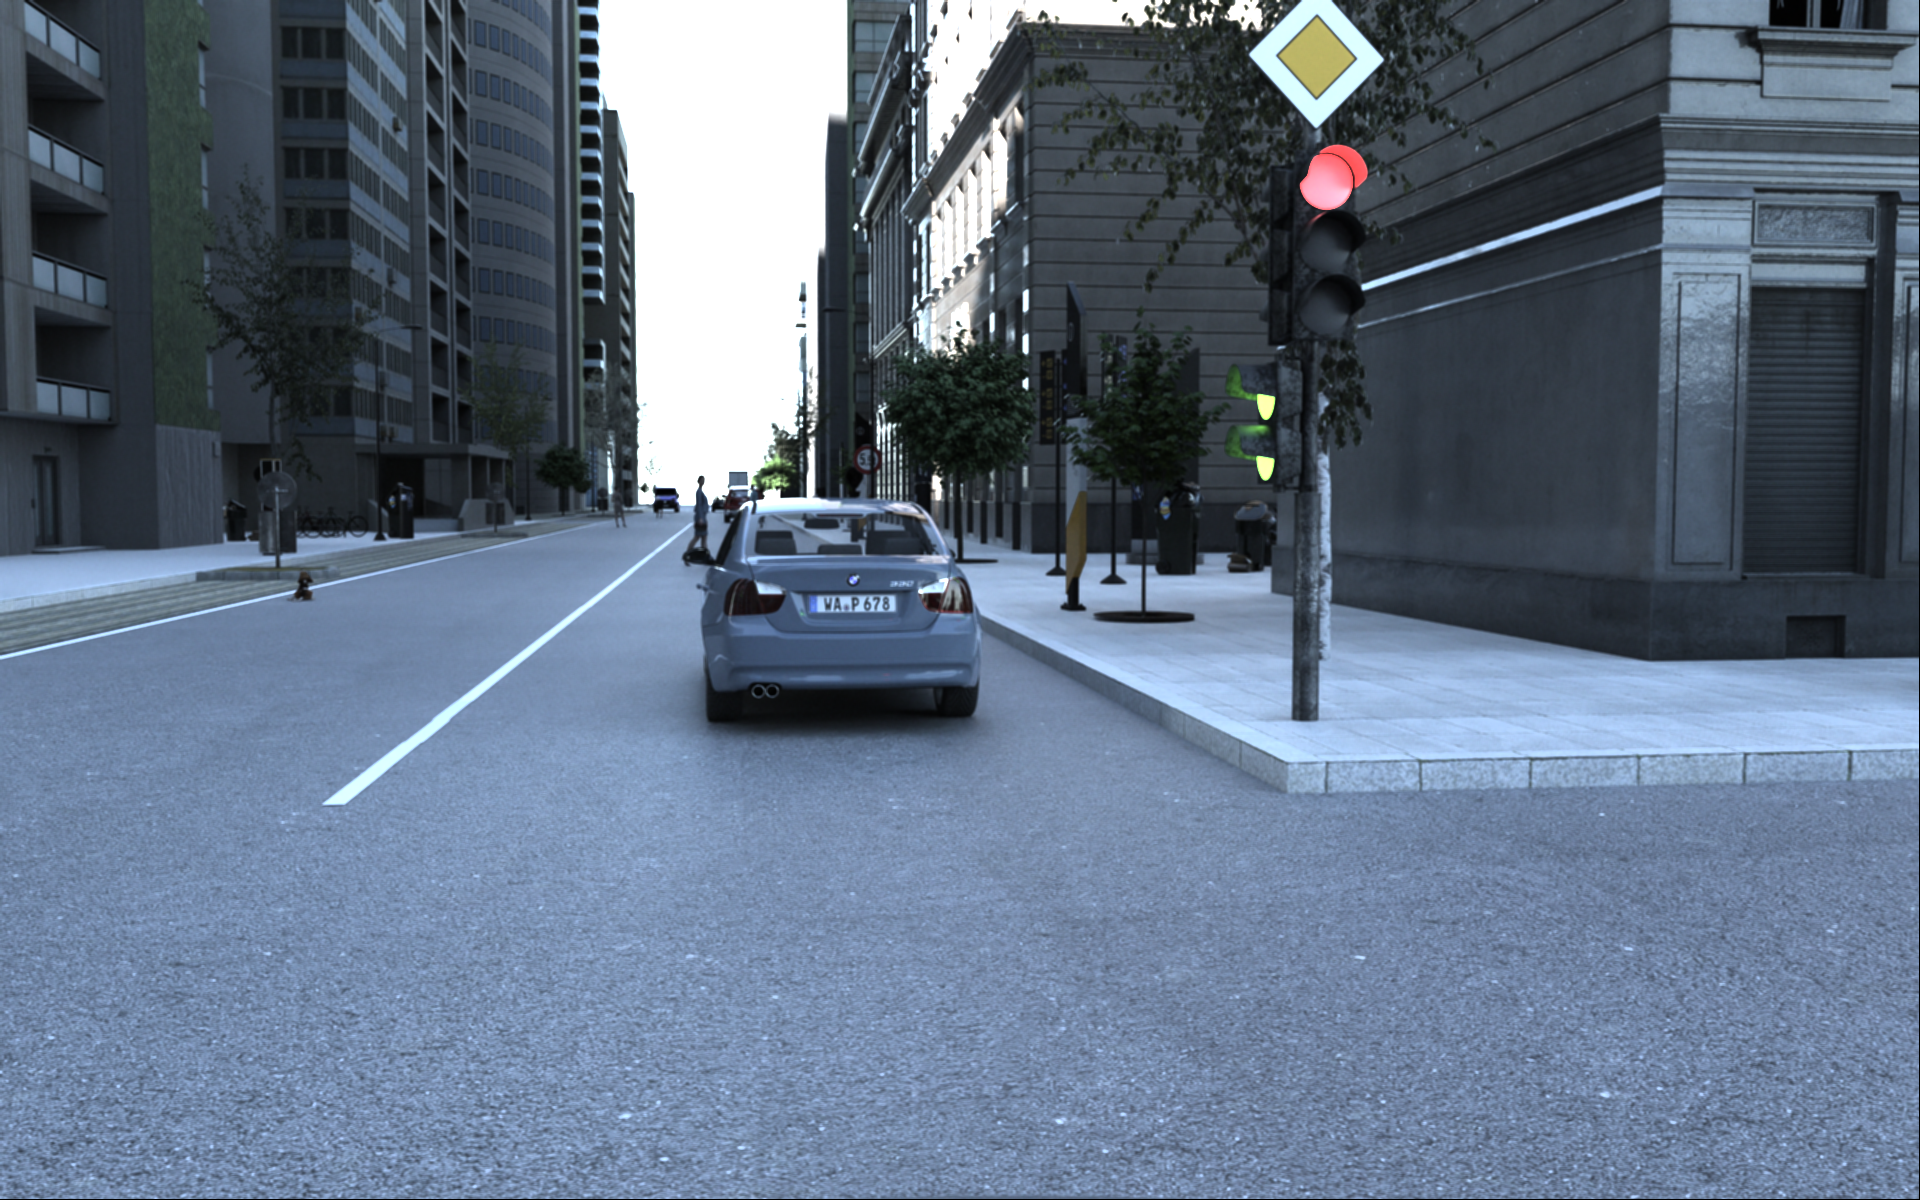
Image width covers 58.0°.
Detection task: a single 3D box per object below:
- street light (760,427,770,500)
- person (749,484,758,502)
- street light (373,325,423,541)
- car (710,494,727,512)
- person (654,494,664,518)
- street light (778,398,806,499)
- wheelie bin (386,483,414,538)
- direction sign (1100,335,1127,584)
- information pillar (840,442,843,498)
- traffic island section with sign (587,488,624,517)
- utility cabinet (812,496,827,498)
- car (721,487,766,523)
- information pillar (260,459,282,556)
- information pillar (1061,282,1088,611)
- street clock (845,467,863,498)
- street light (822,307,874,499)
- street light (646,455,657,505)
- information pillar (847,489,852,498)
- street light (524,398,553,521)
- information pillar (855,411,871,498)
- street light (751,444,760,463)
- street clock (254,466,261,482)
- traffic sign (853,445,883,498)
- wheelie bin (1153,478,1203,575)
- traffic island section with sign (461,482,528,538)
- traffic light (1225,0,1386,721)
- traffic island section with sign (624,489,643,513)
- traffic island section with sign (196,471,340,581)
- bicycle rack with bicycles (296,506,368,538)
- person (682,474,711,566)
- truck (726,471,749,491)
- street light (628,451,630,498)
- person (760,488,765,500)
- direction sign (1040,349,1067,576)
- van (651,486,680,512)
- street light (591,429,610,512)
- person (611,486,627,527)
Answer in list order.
[{"bbox_3d":[-12.894,-9.014,119.925,1.470,5.913,1.316,0,4,-8],"label":"street light"},{"bbox_3d":[-8.699,-3.968,73.244,0.748,1.841,0.638,3,5,40],"label":"person"},{"bbox_3d":[-15.452,-4.593,47.629,1.470,5.913,1.316,0,4,-8],"label":"street light"},{"bbox_3d":[-19.122,-7.921,139.299,2.009,1.686,4.222,-1,4,-9],"label":"car"},{"bbox_3d":[-18.298,-5.707,105.006,0.799,1.438,0.628,1,4,18],"label":"person"},{"bbox_3d":[-8.053,-6.791,83.571,1.470,5.913,1.316,0,4,-8],"label":"street light"},{"bbox_3d":[-16.436,-2.628,50.884,0.693,1.594,0.980,0,4,-4],"label":"wheelie bin"},{"bbox_3d":[2.199,-2.002,24.723,0.379,3.537,0.876,2,4,27],"label":"direction sign"},{"bbox_3d":[-5.321,-5.290,77.841,0.183,3.616,0.504,-1,4,-10],"label":"information pillar"},{"bbox_3d":[-22.015,-6.022,107.087,1.989,1.847,2.006,0,4,-8],"label":"traffic island section with sign"},{"bbox_3d":[-5.558,-3.508,68.511,0.306,1.237,1.020,1,4,13],"label":"utility cabinet"},{"bbox_3d":[-11.073,-4.897,88.732,2.281,1.827,5.304,0,4,-8],"label":"car"},{"bbox_3d":[-14.408,-1.942,36.248,0.304,2.012,0.304,0,4,5],"label":"information pillar"},{"bbox_3d":[1.274,-1.691,19.003,0.183,3.616,0.504,-1,4,-14],"label":"information pillar"},{"bbox_3d":[-2.820,-2.549,46.240,0.471,2.002,0.358,-1,4,-9],"label":"street clock"},{"bbox_3d":[-2.736,-4.325,43.263,1.470,5.913,1.316,0,4,-8],"label":"street light"},{"bbox_3d":[-36.783,-14.326,206.763,1.470,5.913,1.316,0,4,-8],"label":"street light"},{"bbox_3d":[-4.027,-3.698,64.954,0.304,2.012,0.304,3,5,41],"label":"information pillar"},{"bbox_3d":[-20.392,-6.809,83.868,1.470,5.913,1.316,0,4,-8],"label":"street light"},{"bbox_3d":[-2.746,-3.523,48.959,0.504,3.616,0.183,-1,4,-16],"label":"information pillar"},{"bbox_3d":[-18.275,-11.470,160.082,1.470,5.913,1.316,0,4,-8],"label":"street light"},{"bbox_3d":[-17.477,-2.386,43.587,0.471,2.002,0.358,0,4,-2],"label":"street clock"},{"bbox_3d":[-2.387,-2.737,44.861,0.768,2.556,0.104,0,4,-4],"label":"traffic sign"},{"bbox_3d":[3.501,-1.210,27.687,0.693,1.594,0.980,1,4,20],"label":"wheelie bin"},{"bbox_3d":[-15.400,-2.985,57.431,1.989,1.847,2.006,0,4,-8],"label":"traffic island section with sign"},{"bbox_3d":[1.942,-1.272,9.726,0.839,4.253,0.868,0,4,-8],"label":"traffic light"},{"bbox_3d":[-25.629,-7.688,134.321,1.989,1.847,2.006,0,4,-8],"label":"traffic island section with sign"},{"bbox_3d":[-11.679,-1.272,29.419,1.989,1.847,2.006,0,4,-8],"label":"traffic island section with sign"},{"bbox_3d":[-19.152,-2.333,51.520,2.925,0.926,2.852,-2,4,-25],"label":"bicycle rack with bicycles"},{"bbox_3d":[-5.222,-1.596,34.610,0.654,1.822,0.581,1,4,14],"label":"person"},{"bbox_3d":[-27.183,-13.654,212.154,2.839,4.237,11.283,0,4,-8],"label":"truck"},{"bbox_3d":[-31.395,-11.895,167.024,1.470,5.913,1.316,0,4,-8],"label":"street light"},{"bbox_3d":[-12.066,-5.975,106.131,0.705,1.831,1.348,0,4,-1],"label":"person"},{"bbox_3d":[1.545,-2.157,27.260,0.379,3.537,0.876,-3,4,-37],"label":"direction sign"},{"bbox_3d":[-23.218,-8.113,137.034,2.240,2.365,5.245,0,4,-7],"label":"van"},{"bbox_3d":[-25.554,-9.210,123.132,1.470,5.913,1.316,0,4,-8],"label":"street light"},{"bbox_3d":[-14.737,-4.037,74.842,0.599,1.781,0.374,1,4,15],"label":"person"}]
